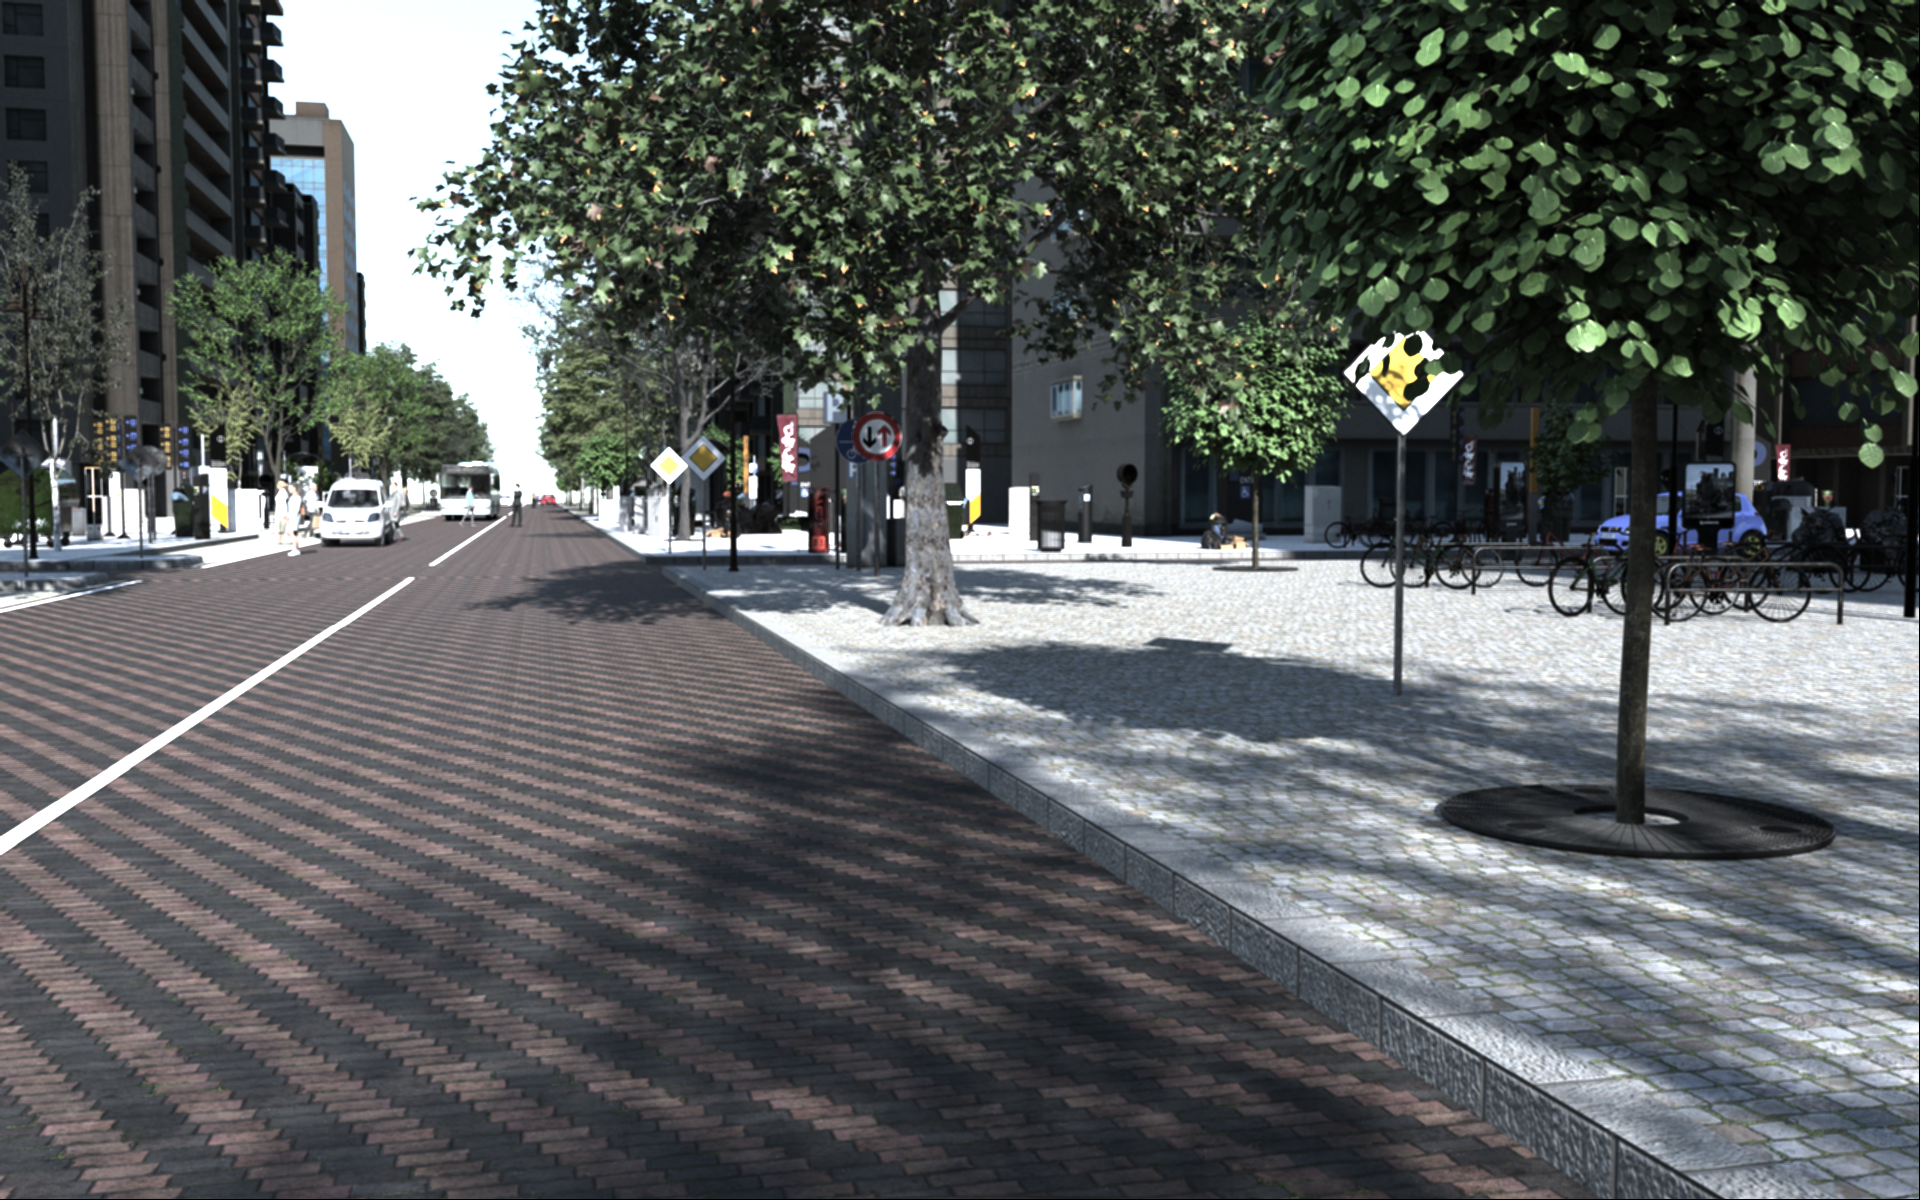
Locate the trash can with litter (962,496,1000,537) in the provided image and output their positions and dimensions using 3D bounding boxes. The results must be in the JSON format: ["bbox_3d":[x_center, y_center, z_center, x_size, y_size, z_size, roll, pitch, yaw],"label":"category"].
[{"bbox_3d":[0.459,-2.538,52.546,2.233,1.210,1.678,-3,5,-40],"label":"trash can with litter"}]

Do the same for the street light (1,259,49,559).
[{"bbox_3d":[-18.428,-3.761,34.274,0.468,5.910,1.993,-1,4,-14],"label":"street light"}]

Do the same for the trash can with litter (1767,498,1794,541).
[{"bbox_3d":[22.374,-2.195,47.274,0.624,1.170,1.055,2,4,33],"label":"trash can with litter"}]

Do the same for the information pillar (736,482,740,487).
[{"bbox_3d":[-13.358,-6.070,103.732,0.304,2.012,0.304,-3,4,-36],"label":"information pillar"}]

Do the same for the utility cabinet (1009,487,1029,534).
[{"bbox_3d":[2.000,-2.840,55.109,0.318,1.500,1.173,3,4,36],"label":"utility cabinet"}]

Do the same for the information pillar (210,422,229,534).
[{"bbox_3d":[-24.072,-3.970,56.270,0.504,3.616,0.183,-2,4,-26],"label":"information pillar"}]

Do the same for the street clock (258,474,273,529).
[{"bbox_3d":[-25.364,-3.592,63.300,0.471,2.002,0.358,-2,4,-27],"label":"street clock"}]

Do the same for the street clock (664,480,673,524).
[{"bbox_3d":[-12.492,-4.272,74.411,0.358,2.002,0.471,2,4,31],"label":"street clock"}]

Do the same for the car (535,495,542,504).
[{"bbox_3d":[-62.471,-15.031,258.331,1.945,1.354,3.894,-1,4,-15],"label":"car"}]

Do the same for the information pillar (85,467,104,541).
[{"bbox_3d":[-23.757,-2.632,47.530,0.304,2.012,0.304,2,4,24],"label":"information pillar"}]

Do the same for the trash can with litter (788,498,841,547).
[{"bbox_3d":[-2.957,-1.911,42.302,2.233,1.210,1.678,1,4,14],"label":"trash can with litter"}]

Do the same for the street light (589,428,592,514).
[{"bbox_3d":[-23.462,-8.377,109.752,0.468,5.910,1.993,-1,4,-14],"label":"street light"}]

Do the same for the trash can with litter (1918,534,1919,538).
[{"bbox_3d":[27.944,-2.411,50.483,1.678,1.210,2.233,-3,5,-44],"label":"trash can with litter"}]

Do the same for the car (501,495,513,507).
[{"bbox_3d":[-51.441,-11.201,195.494,2.083,1.381,4.827,-1,4,-13],"label":"car"}]

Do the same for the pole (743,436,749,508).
[{"bbox_3d":[-7.471,-4.081,60.574,0.158,3.312,0.155,0,3,0],"label":"pole"}]

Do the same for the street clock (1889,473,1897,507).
[{"bbox_3d":[32.535,-3.407,60.274,0.358,2.002,0.471,0,4,2],"label":"street clock"}]

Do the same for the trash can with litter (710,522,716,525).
[{"bbox_3d":[-10.123,-3.723,72.258,0.624,1.170,1.055,0,4,1],"label":"trash can with litter"}]

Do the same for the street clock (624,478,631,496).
[{"bbox_3d":[-14.532,-4.366,75.947,0.358,2.002,0.471,-1,4,-17],"label":"street clock"}]

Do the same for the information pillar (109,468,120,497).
[{"bbox_3d":[-32.109,-4.548,65.716,0.504,3.616,0.183,2,4,24],"label":"information pillar"}]

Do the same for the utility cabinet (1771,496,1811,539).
[{"bbox_3d":[23.669,-2.336,49.357,0.306,1.237,1.020,-3,4,-36],"label":"utility cabinet"}]

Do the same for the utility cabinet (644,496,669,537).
[{"bbox_3d":[-8.991,-2.474,51.603,0.306,1.237,1.020,-2,4,-33],"label":"utility cabinet"}]

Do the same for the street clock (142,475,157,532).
[{"bbox_3d":[-27.215,-3.279,58.189,0.471,2.002,0.358,-1,4,-18],"label":"street clock"}]

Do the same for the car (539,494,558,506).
[{"bbox_3d":[-49.722,-12.244,209.227,2.155,1.783,4.494,-1,4,-14],"label":"car"}]

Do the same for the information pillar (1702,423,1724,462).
[{"bbox_3d":[21.282,-3.517,48.861,0.504,3.616,0.183,1,4,18],"label":"information pillar"}]

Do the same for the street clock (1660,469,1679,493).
[{"bbox_3d":[20.453,-2.778,49.989,0.471,2.002,0.358,2,4,34],"label":"street clock"}]

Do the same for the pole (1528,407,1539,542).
[{"bbox_3d":[13.475,-2.865,40.687,0.158,3.312,0.155,0,3,0],"label":"pole"}]

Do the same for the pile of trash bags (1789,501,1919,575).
[{"bbox_3d":[15.326,-1.129,28.207,3.447,1.369,1.912,2,4,33],"label":"pile of trash bags"}]

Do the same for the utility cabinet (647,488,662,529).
[{"bbox_3d":[-10.919,-3.249,61.800,0.318,1.500,1.173,-1,4,-22],"label":"utility cabinet"}]

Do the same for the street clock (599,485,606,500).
[{"bbox_3d":[-20.156,-5.701,97.780,0.471,2.002,0.358,3,4,38],"label":"street clock"}]

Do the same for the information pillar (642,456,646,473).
[{"bbox_3d":[-19.165,-6.942,104.849,0.504,3.616,0.183,2,4,33],"label":"information pillar"}]

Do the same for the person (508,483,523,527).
[{"bbox_3d":[-19.426,-4.154,75.778,0.648,1.900,0.474,3,4,38],"label":"person"}]

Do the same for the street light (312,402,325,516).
[{"bbox_3d":[-29.518,-6.553,79.922,0.468,5.910,1.993,-1,4,-14],"label":"street light"}]

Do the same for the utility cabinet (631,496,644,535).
[{"bbox_3d":[-10.230,-2.701,55.324,0.306,1.237,1.020,0,4,-6],"label":"utility cabinet"}]

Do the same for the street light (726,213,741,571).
[{"bbox_3d":[-3.767,-3.417,28.653,0.468,5.910,1.993,-1,4,-14],"label":"street light"}]

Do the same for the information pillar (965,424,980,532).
[{"bbox_3d":[0.431,-4.085,58.142,0.504,3.616,0.183,1,4,9],"label":"information pillar"}]

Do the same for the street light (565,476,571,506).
[{"bbox_3d":[-41.463,-12.929,184.171,0.468,5.910,1.993,-1,4,-14],"label":"street light"}]

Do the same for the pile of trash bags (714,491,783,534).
[{"bbox_3d":[-7.147,-2.872,56.709,1.912,1.369,3.447,-2,4,-25],"label":"pile of trash bags"}]

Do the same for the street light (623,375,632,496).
[{"bbox_3d":[-12.339,-5.586,64.111,0.468,5.910,1.993,-1,4,-14],"label":"street light"}]

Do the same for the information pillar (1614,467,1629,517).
[{"bbox_3d":[18.160,-2.635,47.567,0.304,2.012,0.304,2,4,33],"label":"information pillar"}]

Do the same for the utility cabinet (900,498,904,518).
[{"bbox_3d":[-1.741,-3.576,67.143,1.173,1.500,0.318,-2,4,-30],"label":"utility cabinet"}]

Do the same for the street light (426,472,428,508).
[{"bbox_3d":[-47.651,-11.134,154.822,0.468,5.910,1.993,-1,4,-14],"label":"street light"}]

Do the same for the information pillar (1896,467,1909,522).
[{"bbox_3d":[25.230,-2.558,46.319,0.304,2.012,0.304,1,4,12],"label":"information pillar"}]

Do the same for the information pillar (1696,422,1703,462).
[{"bbox_3d":[23.116,-3.840,54.137,0.183,3.616,0.504,3,5,43],"label":"information pillar"}]

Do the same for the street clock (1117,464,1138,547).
[{"bbox_3d":[4.035,-2.280,41.850,0.471,2.002,0.358,-2,4,-32],"label":"street clock"}]

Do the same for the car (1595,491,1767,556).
[{"bbox_3d":[16.141,-1.792,38.888,3.694,1.707,1.945,-1,4,-14],"label":"car"}]

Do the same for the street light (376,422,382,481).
[{"bbox_3d":[-36.390,-8.311,108.679,0.468,5.910,1.993,-1,4,-14],"label":"street light"}]

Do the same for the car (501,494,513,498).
[{"bbox_3d":[-54.655,-12.109,207.764,2.009,1.686,4.222,-1,4,-14],"label":"car"}]
